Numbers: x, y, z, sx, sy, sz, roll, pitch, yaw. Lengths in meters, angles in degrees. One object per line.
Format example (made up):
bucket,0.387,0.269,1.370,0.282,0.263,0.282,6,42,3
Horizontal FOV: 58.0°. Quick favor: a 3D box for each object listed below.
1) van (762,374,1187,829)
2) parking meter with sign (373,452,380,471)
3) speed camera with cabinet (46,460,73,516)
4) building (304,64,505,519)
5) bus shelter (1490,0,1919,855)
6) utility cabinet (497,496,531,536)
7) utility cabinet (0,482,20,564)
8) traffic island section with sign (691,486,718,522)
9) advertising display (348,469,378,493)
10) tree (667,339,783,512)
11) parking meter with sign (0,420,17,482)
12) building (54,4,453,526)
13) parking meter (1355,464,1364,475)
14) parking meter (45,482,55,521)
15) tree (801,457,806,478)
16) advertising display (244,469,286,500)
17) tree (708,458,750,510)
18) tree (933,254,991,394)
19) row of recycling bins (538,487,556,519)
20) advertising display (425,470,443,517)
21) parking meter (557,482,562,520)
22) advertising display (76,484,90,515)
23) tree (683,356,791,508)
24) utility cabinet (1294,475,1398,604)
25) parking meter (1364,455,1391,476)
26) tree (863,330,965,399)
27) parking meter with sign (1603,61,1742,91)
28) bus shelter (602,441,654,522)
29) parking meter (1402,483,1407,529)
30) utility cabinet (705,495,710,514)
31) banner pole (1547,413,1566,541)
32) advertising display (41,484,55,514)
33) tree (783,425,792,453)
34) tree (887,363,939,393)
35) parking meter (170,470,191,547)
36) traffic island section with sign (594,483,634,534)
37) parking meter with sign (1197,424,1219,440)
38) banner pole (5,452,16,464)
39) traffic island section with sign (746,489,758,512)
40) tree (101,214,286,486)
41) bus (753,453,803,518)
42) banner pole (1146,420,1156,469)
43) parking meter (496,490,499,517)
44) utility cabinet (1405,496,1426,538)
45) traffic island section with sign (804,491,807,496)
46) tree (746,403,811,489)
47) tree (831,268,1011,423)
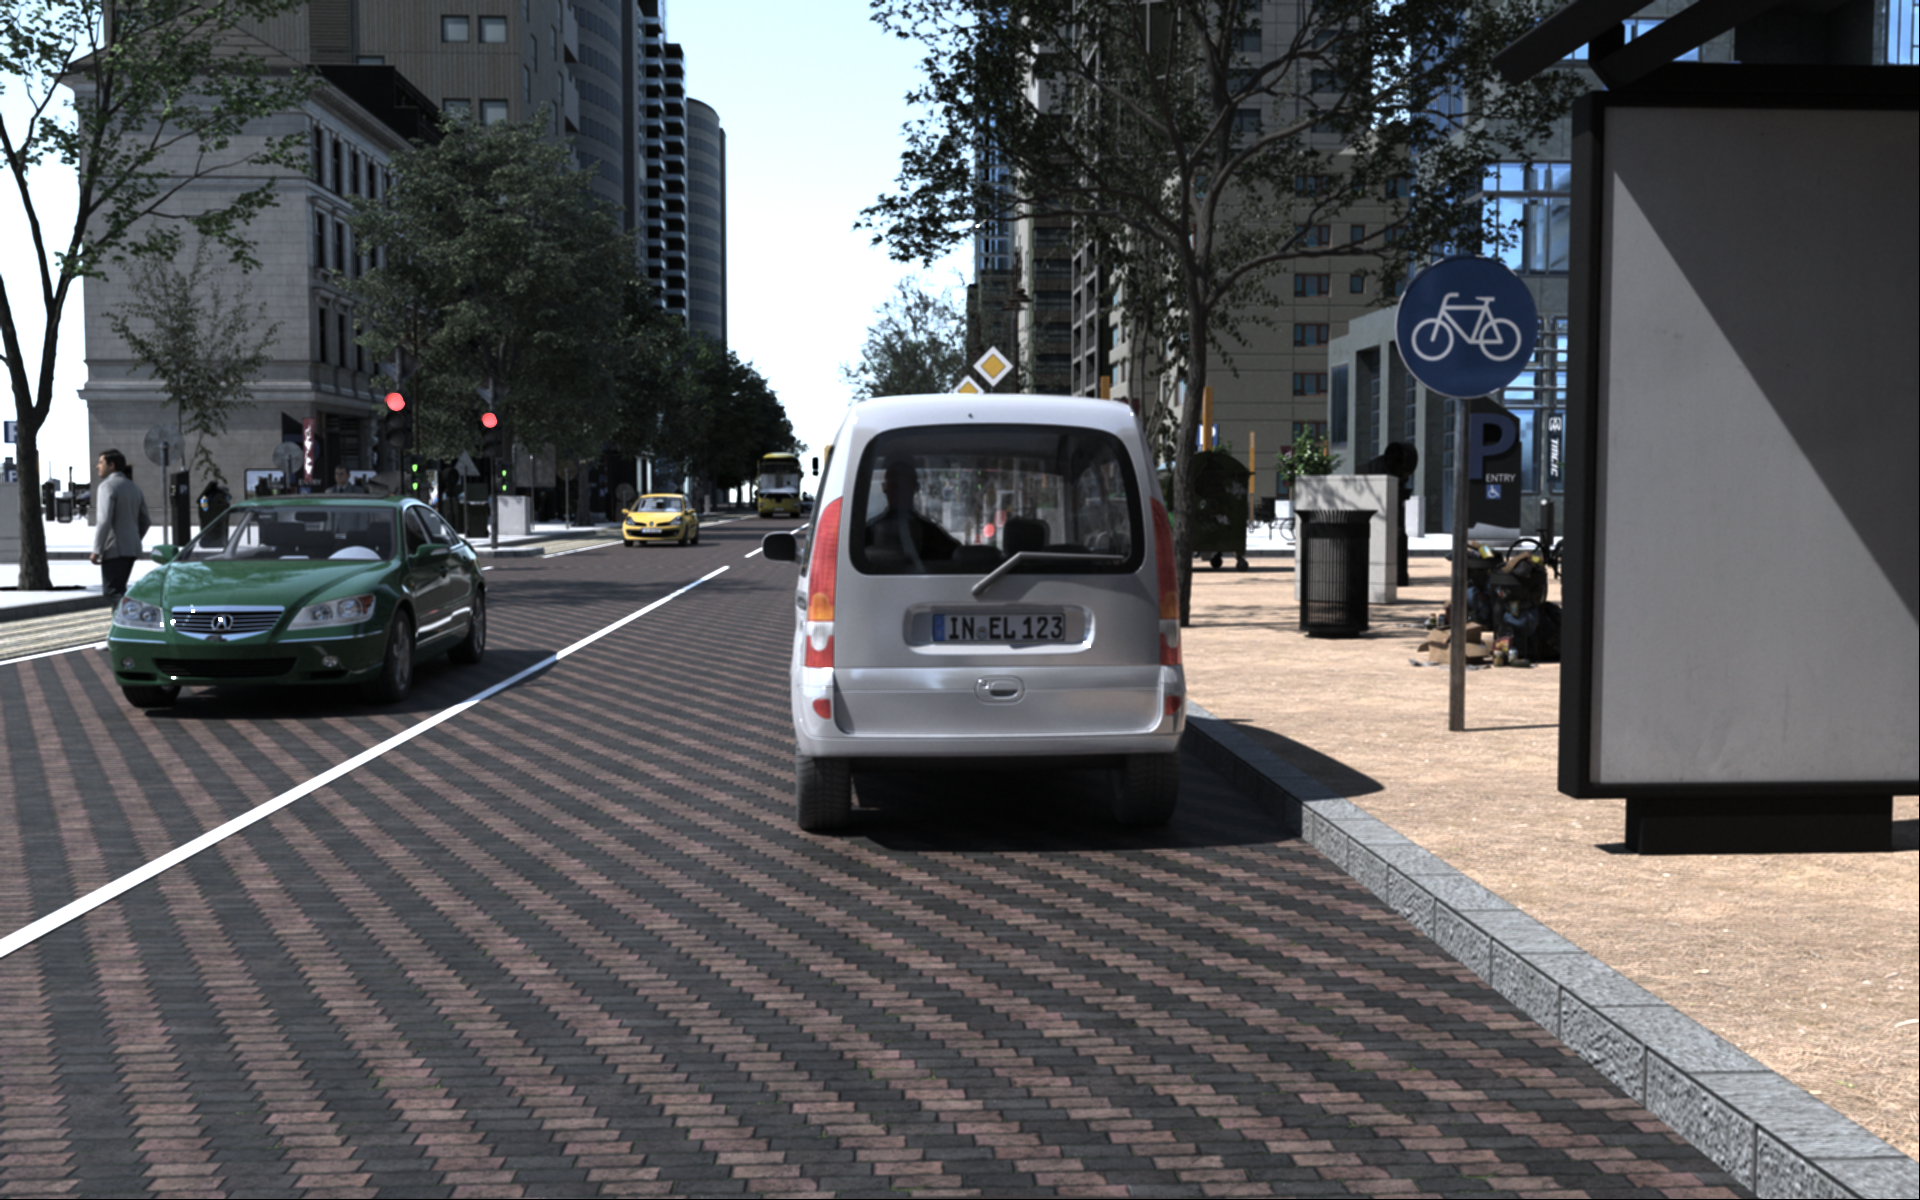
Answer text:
van,-0.012,-0.111,8.821,2.013,2.044,4.112,0,4,-5
parking meter with sign,-23.371,-4.628,71.925,1.738,3.016,0.543,-2,4,-35
speed camera with cabinet,-52.422,-6.512,100.812,2.038,3.252,0.660,3,4,38
building,-33.446,-16.392,97.680,12.332,23.373,15.834,0,4,-3
bus shelter,3.085,-0.594,3.639,2.014,3.302,5.546,0,4,-3
utility cabinet,-13.671,-2.568,53.152,1.020,1.237,0.306,1,4,20
utility cabinet,-17.423,-1.401,31.590,1.173,1.500,0.318,-2,4,-25
traffic island section with sign,-13.560,-4.961,89.734,1.989,1.847,2.006,0,4,-3
advertising display,-15.491,-2.416,44.715,0.974,1.923,0.123,-3,5,-44
tree,-17.595,-12.758,126.726,7.486,12.596,7.792,0,3,0
parking meter with sign,-22.852,-2.785,41.794,0.543,3.016,1.738,-3,4,-36
building,-30.309,-13.387,69.782,10.553,20.767,40.483,0,4,-3
parking meter,7.120,-1.512,30.430,0.399,1.863,0.255,1,4,23
parking meter,-43.175,-4.676,82.167,0.255,1.863,0.399,0,4,8
tree,-25.582,-19.202,264.313,4.737,8.622,4.395,0,3,0
advertising display,-17.700,-2.383,44.168,0.974,1.923,0.123,-1,4,-17
tree,-18.305,-9.348,136.554,4.285,4.588,4.351,0,3,0
tree,0.976,-6.299,53.350,4.360,8.622,3.978,0,3,0
row of recycling bins,-21.566,-4.869,86.728,1.069,1.692,3.534,2,4,24
advertising display,-14.007,-2.504,46.146,0.123,1.923,0.974,-3,4,-36
parking meter,-20.067,-4.963,86.850,0.255,1.863,0.399,-1,4,-8
advertising display,-54.299,-6.237,107.194,0.123,1.923,0.974,3,5,41
tree,-20.431,-15.444,159.170,9.857,13.997,8.962,0,3,0
utility cabinet,4.540,-0.715,20.365,1.173,1.500,0.318,3,5,40
parking meter,6.295,-1.235,25.903,0.255,1.863,0.399,-1,4,-19
tree,-2.570,-11.173,108.427,9.928,11.665,9.643,0,3,0
parking meter with sign,3.386,-0.712,7.902,0.543,3.016,1.738,2,4,33
bus shelter,-16.287,-6.477,83.535,2.179,5.291,8.768,0,4,-3
parking meter,6.177,-1.000,24.768,0.372,1.533,0.369,0,3,0
utility cabinet,-16.555,-6.258,113.476,0.306,1.237,1.020,-1,4,-10
banner pole,16.294,-3.491,47.088,0.401,3.779,0.863,-2,4,-35
advertising display,-57.604,-6.384,109.585,0.123,1.923,0.974,2,4,32
tree,-20.474,-15.562,172.571,7.486,12.596,7.792,0,3,0
tree,-4.109,-14.127,147.990,9.611,12.733,9.660,0,3,0
parking meter,-18.933,-2.223,42.056,0.255,1.863,0.399,2,4,33
traffic island section with sign,-12.081,-3.294,62.486,1.989,1.847,2.006,0,4,-3
parking meter with sign,5.814,-2.825,42.443,0.543,3.016,1.738,2,4,25
banner pole,-55.850,-6.858,102.139,0.863,3.779,0.401,-1,4,-19
traffic island section with sign,-16.311,-8.050,140.245,1.989,1.847,2.006,0,4,-3
tree,-20.621,-5.879,46.489,4.360,8.622,3.978,0,3,0
bus,-11.096,-7.061,106.992,2.896,3.916,12.252,0,4,-5
banner pole,6.364,-4.172,58.229,0.863,3.779,0.401,-3,4,-36
parking meter,-25.859,-5.411,96.887,0.372,1.533,0.369,0,3,0
utility cabinet,13.161,-2.424,50.801,0.306,1.237,1.020,-2,4,-34
traffic island section with sign,-22.261,-14.735,249.541,1.989,1.847,2.006,0,4,-3
tree,-22.954,-18.046,212.051,9.611,12.733,9.660,0,3,0
tree,-2.151,-11.305,95.201,12.009,13.543,11.850,0,3,0
